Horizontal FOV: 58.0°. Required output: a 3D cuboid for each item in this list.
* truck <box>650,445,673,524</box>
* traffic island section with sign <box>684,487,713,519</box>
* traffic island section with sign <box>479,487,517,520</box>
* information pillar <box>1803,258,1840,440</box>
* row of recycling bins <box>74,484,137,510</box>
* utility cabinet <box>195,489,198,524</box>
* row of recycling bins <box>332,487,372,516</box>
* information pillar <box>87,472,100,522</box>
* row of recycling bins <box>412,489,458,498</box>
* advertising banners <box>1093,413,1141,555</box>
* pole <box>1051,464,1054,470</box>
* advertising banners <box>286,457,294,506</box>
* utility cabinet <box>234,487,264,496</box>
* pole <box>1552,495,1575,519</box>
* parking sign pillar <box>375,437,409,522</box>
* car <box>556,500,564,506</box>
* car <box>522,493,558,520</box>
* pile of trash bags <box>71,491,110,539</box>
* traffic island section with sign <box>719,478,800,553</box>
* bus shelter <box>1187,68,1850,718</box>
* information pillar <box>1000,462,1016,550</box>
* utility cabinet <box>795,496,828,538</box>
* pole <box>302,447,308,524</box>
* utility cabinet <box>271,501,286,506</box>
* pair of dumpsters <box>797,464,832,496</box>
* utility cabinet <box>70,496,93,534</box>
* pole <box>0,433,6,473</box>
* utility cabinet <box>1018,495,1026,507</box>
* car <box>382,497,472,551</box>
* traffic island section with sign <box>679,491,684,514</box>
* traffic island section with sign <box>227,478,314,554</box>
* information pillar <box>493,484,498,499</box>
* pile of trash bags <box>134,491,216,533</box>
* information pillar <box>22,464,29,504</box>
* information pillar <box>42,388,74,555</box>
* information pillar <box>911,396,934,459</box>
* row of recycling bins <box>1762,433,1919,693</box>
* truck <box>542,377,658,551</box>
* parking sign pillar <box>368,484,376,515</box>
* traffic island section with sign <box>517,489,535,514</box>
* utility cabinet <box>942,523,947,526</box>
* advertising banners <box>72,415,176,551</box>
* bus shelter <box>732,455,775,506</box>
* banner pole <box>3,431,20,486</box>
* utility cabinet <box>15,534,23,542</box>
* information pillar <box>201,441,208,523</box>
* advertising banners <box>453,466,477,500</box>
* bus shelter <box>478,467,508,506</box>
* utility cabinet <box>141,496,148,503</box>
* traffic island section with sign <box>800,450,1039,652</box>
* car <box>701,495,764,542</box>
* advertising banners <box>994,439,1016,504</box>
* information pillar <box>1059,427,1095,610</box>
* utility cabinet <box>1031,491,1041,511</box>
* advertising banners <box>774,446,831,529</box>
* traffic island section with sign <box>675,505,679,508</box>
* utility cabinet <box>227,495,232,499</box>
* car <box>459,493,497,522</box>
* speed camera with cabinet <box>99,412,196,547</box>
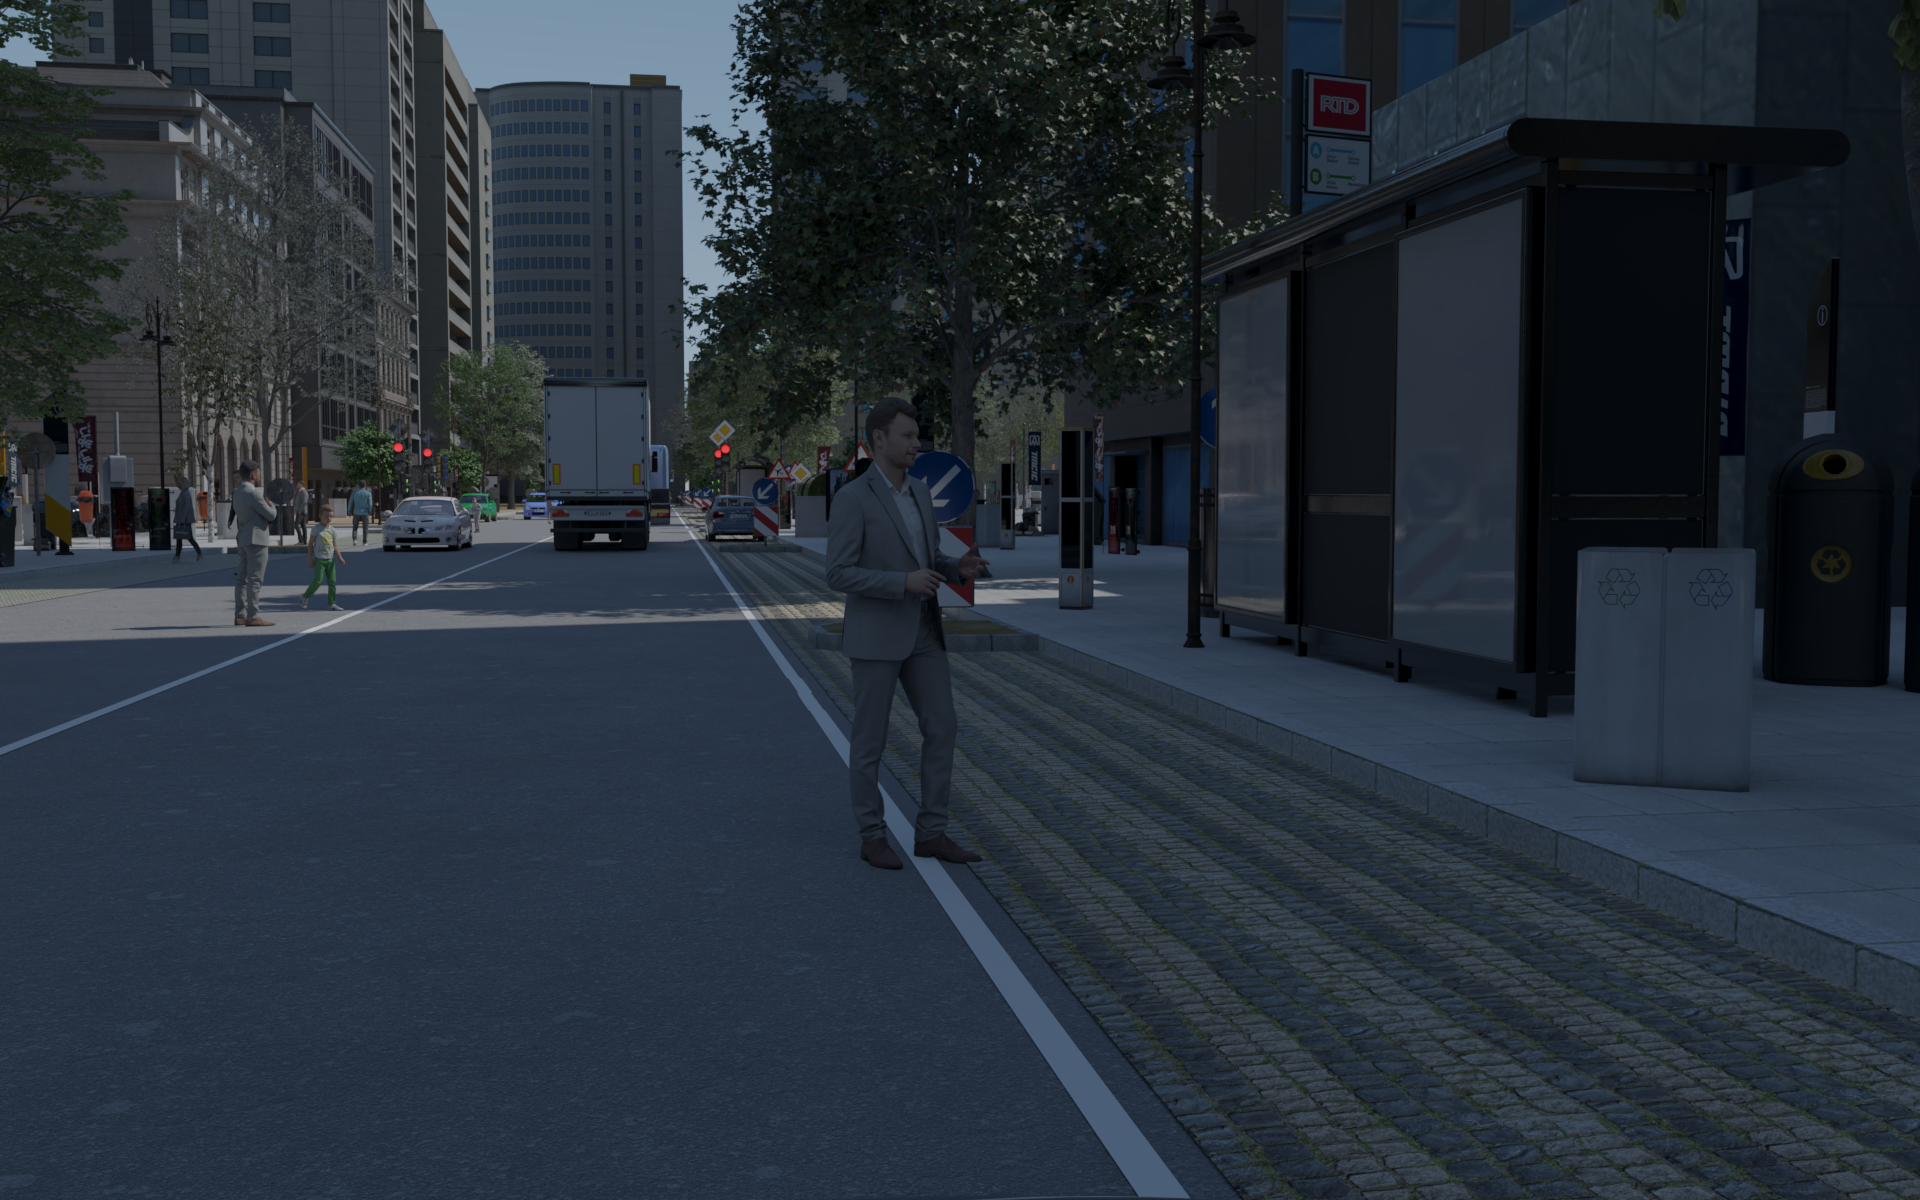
[{"bbox_3d":[-16.240,-6.095,89.418,2.967,4.110,18.799,-1,4,-10],"label":"truck"},{"bbox_3d":[-14.583,-5.529,99.019,1.989,1.847,2.006,-1,4,-10],"label":"traffic island section with sign"},{"bbox_3d":[-25.782,-5.337,95.885,1.989,1.847,2.006,-1,4,-10],"label":"traffic island section with sign"},{"bbox_3d":[8.669,-1.597,17.474,0.183,3.616,0.504,0,4,0],"label":"information pillar"},{"bbox_3d":[-35.250,-3.932,71.403,1.069,1.692,3.534,0,4,7],"label":"row of recycling bins"},{"bbox_3d":[-33.265,-3.998,74.044,1.173,1.500,0.318,-2,4,-33],"label":"utility cabinet"},{"bbox_3d":[-35.859,-5.819,102.255,3.534,1.692,1.069,3,4,37],"label":"row of recycling bins"},{"bbox_3d":[-29.262,-3.303,58.498,0.304,2.012,0.304,3,5,45],"label":"information pillar"},{"bbox_3d":[-38.936,-7.447,128.864,3.534,1.692,1.069,-2,4,-27],"label":"row of recycling bins"},{"bbox_3d":[3.312,-2.495,36.981,0.090,3.025,2.074,-1,4,-23],"label":"advertising banners"},{"bbox_3d":[6.313,-7.581,117.784,0.158,3.312,0.155,0,3,0],"label":"pole"},{"bbox_3d":[-32.413,-5.318,83.139,2.074,3.025,0.090,3,5,43],"label":"advertising banners"},{"bbox_3d":[-23.456,-2.966,57.176,0.318,1.500,1.173,1,4,13],"label":"utility cabinet"},{"bbox_3d":[5.451,-1.333,15.644,0.158,3.312,0.155,0,3,0],"label":"pole"},{"bbox_3d":[-26.611,-5.689,81.485,1.447,3.967,1.447,-1,4,-20],"label":"parking sign pillar"},{"bbox_3d":[-24.406,-5.942,106.743,1.945,1.707,3.694,-1,4,-11],"label":"car"},{"bbox_3d":[-23.551,-5.358,97.198,1.945,1.707,3.694,-1,4,-10],"label":"car"},{"bbox_3d":[-25.697,-2.533,51.161,1.912,1.369,3.447,-2,4,-24],"label":"pile of trash bags"},{"bbox_3d":[-4.986,-2.106,43.067,1.989,1.847,2.006,-1,4,-10],"label":"traffic island section with sign"},{"bbox_3d":[3.360,-2.231,14.107,2.179,5.291,8.768,-1,4,-10],"label":"bus shelter"},{"bbox_3d":[1.100,-2.170,39.976,0.304,2.012,0.304,1,4,15],"label":"information pillar"},{"bbox_3d":[-4.370,-2.453,51.265,1.020,1.237,0.306,0,4,-4],"label":"utility cabinet"},{"bbox_3d":[-28.425,-4.973,75.160,0.158,3.312,0.155,0,3,0],"label":"pole"},{"bbox_3d":[-23.749,-2.965,59.633,1.020,1.237,0.306,0,3,0],"label":"utility cabinet"},{"bbox_3d":[-4.606,-3.454,58.971,1.574,2.255,4.437,-1,4,-10],"label":"pair of dumpsters"},{"bbox_3d":[-28.230,-2.695,55.226,1.020,1.237,0.306,-3,5,-43],"label":"utility cabinet"},{"bbox_3d":[-31.743,-3.890,57.452,0.158,3.312,0.155,0,3,0],"label":"pole"},{"bbox_3d":[5.519,-8.502,150.175,1.020,1.237,0.306,0,4,6],"label":"utility cabinet"},{"bbox_3d":[-13.748,-1.987,44.857,2.083,1.381,4.827,-1,4,-10],"label":"car"},{"bbox_3d":[-19.150,-7.157,125.643,1.989,1.847,2.006,-1,4,-10],"label":"traffic island section with sign"},{"bbox_3d":[-16.551,-2.046,42.088,1.989,1.847,2.006,-1,4,-10],"label":"traffic island section with sign"},{"bbox_3d":[-33.199,-7.311,124.020,0.304,2.012,0.304,0,4,3],"label":"information pillar"},{"bbox_3d":[-26.847,-2.968,58.274,3.447,1.369,1.912,-3,5,-39],"label":"pile of trash bags"},{"bbox_3d":[-39.256,-4.977,72.723,0.183,3.616,0.504,-3,5,-44],"label":"information pillar"},{"bbox_3d":[-18.871,-2.744,36.214,0.504,3.616,0.183,-3,4,-36],"label":"information pillar"},{"bbox_3d":[-0.738,-2.655,34.756,0.504,3.616,0.183,-1,4,-21],"label":"information pillar"},{"bbox_3d":[6.763,-0.226,10.805,1.069,1.692,3.534,-2,4,-35],"label":"row of recycling bins"},{"bbox_3d":[-9.689,-3.565,47.202,2.839,4.237,11.283,-1,4,-10],"label":"truck"},{"bbox_3d":[-35.705,-7.129,105.035,1.447,3.967,1.447,-1,4,-12],"label":"parking sign pillar"},{"bbox_3d":[-30.342,-6.962,122.453,1.989,1.847,2.006,-1,4,-10],"label":"traffic island section with sign"},{"bbox_3d":[-0.371,-2.013,41.590,0.318,1.500,1.173,3,5,43],"label":"utility cabinet"},{"bbox_3d":[-18.782,-2.611,38.884,2.074,3.025,0.090,-2,4,-33],"label":"advertising banners"},{"bbox_3d":[-10.769,-5.964,91.438,2.014,3.302,5.546,-1,4,-10],"label":"bus shelter"},{"bbox_3d":[-37.941,-4.843,69.203,0.401,3.779,0.863,2,4,29],"label":"banner pole"},{"bbox_3d":[-25.807,-2.166,46.569,1.020,1.237,0.306,-2,4,-29],"label":"utility cabinet"},{"bbox_3d":[-33.223,-5.188,76.182,0.183,3.616,0.504,0,4,-8],"label":"information pillar"},{"bbox_3d":[-30.218,-6.706,105.828,2.074,3.025,0.090,2,4,30],"label":"advertising banners"},{"bbox_3d":[-36.004,-8.517,133.175,2.014,3.302,5.546,-1,4,-10],"label":"bus shelter"},{"bbox_3d":[-34.753,-3.862,74.301,1.020,1.237,0.306,3,4,39],"label":"utility cabinet"},{"bbox_3d":[-0.420,-0.479,16.463,1.989,1.847,2.006,-1,4,-10],"label":"traffic island section with sign"},{"bbox_3d":[-6.924,-2.521,53.226,2.014,1.417,4.499,-1,4,-10],"label":"car"},{"bbox_3d":[1.470,-3.676,56.283,0.090,3.025,2.074,-1,4,-16],"label":"advertising banners"},{"bbox_3d":[1.295,-0.903,19.259,0.304,2.012,0.304,2,4,29],"label":"information pillar"},{"bbox_3d":[5.781,-7.557,132.235,0.318,1.500,1.173,-3,5,-42],"label":"utility cabinet"},{"bbox_3d":[-5.696,-4.096,63.163,2.074,3.025,0.090,1,4,11],"label":"advertising banners"},{"bbox_3d":[-27.433,-10.115,174.004,1.989,1.847,2.006,-1,4,-10],"label":"traffic island section with sign"},{"bbox_3d":[-34.261,-4.347,82.228,0.306,1.237,1.020,2,4,27],"label":"utility cabinet"},{"bbox_3d":[-24.683,-4.858,88.217,1.959,1.807,4.718,-1,4,-8],"label":"car"},{"bbox_3d":[-19.845,-2.933,42.298,2.038,3.252,0.660,-2,4,-34],"label":"speed camera with cabinet"}]
